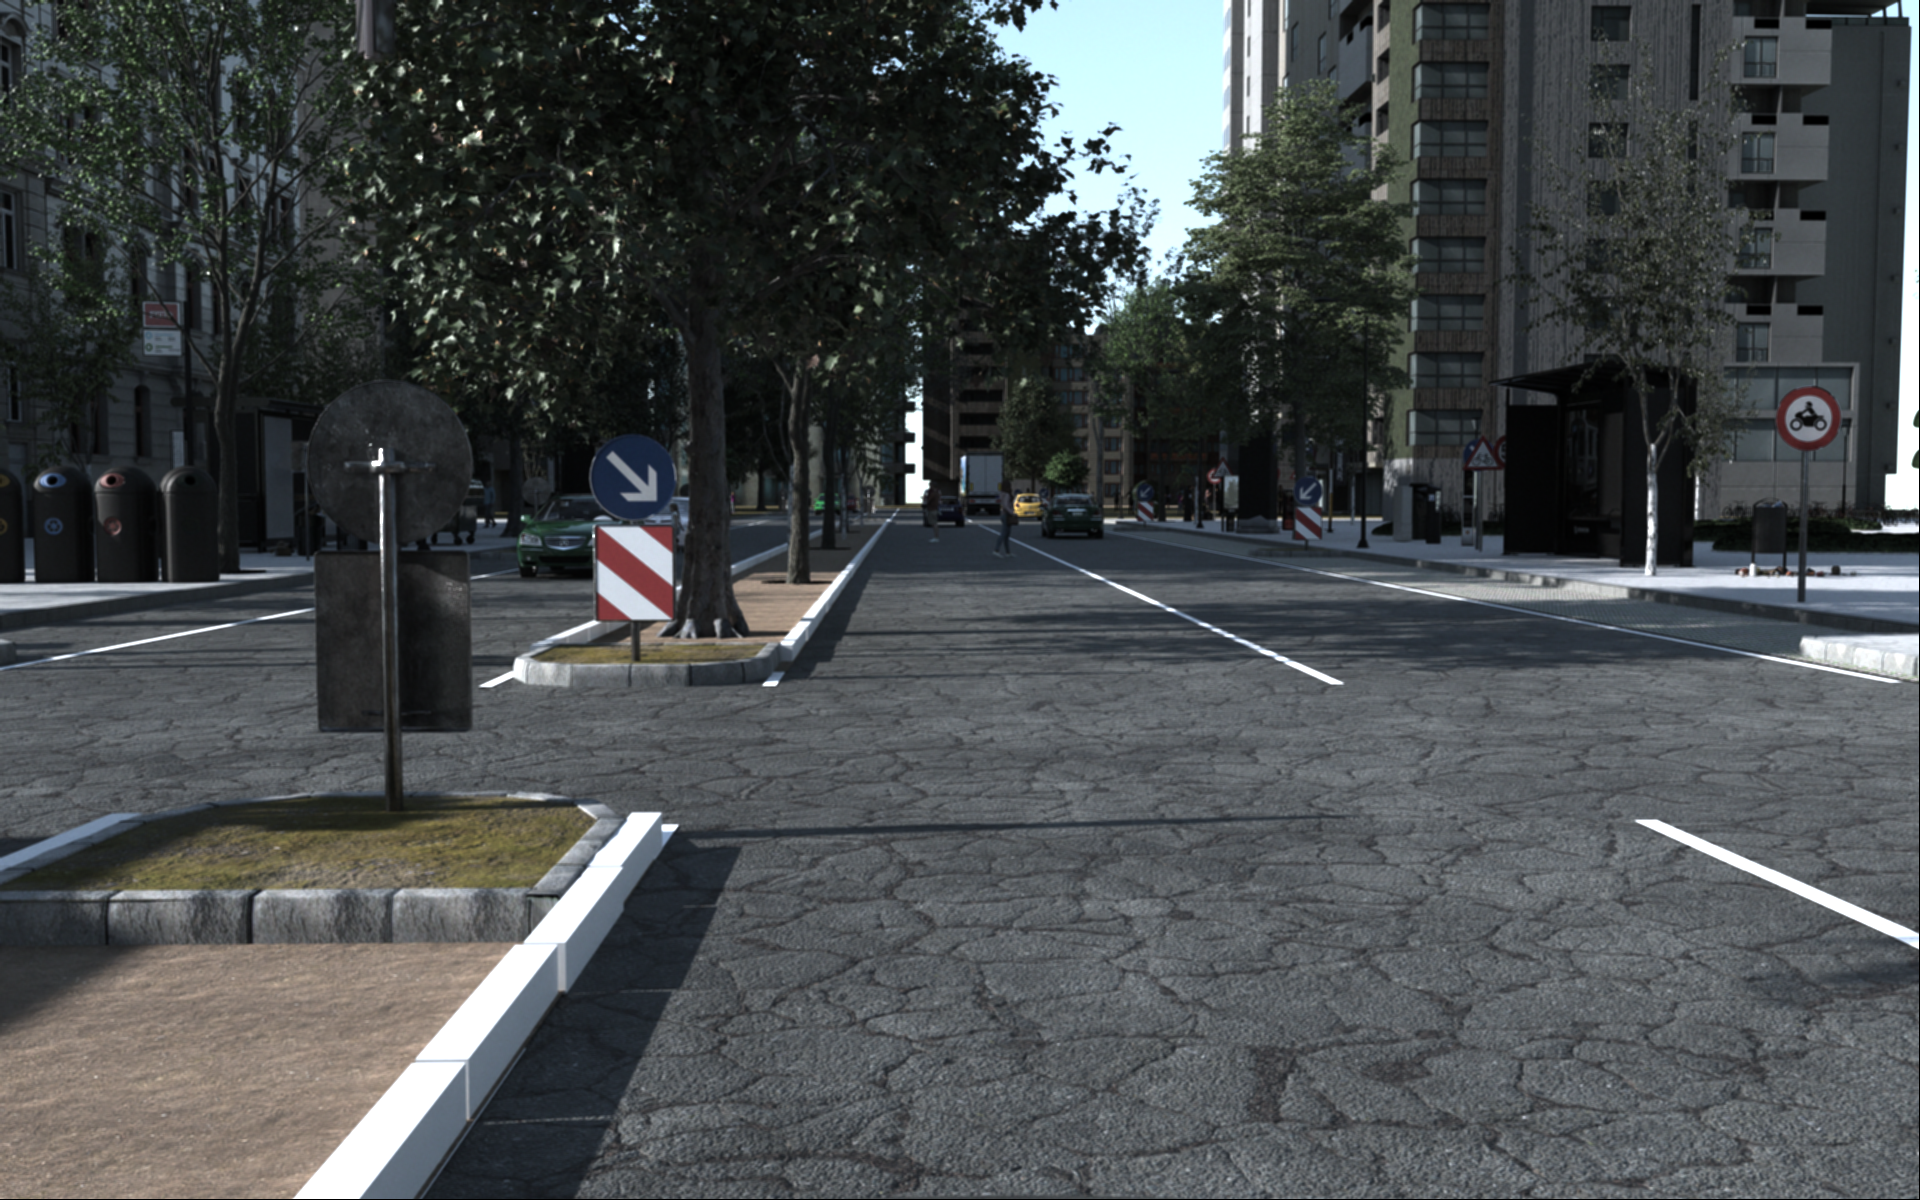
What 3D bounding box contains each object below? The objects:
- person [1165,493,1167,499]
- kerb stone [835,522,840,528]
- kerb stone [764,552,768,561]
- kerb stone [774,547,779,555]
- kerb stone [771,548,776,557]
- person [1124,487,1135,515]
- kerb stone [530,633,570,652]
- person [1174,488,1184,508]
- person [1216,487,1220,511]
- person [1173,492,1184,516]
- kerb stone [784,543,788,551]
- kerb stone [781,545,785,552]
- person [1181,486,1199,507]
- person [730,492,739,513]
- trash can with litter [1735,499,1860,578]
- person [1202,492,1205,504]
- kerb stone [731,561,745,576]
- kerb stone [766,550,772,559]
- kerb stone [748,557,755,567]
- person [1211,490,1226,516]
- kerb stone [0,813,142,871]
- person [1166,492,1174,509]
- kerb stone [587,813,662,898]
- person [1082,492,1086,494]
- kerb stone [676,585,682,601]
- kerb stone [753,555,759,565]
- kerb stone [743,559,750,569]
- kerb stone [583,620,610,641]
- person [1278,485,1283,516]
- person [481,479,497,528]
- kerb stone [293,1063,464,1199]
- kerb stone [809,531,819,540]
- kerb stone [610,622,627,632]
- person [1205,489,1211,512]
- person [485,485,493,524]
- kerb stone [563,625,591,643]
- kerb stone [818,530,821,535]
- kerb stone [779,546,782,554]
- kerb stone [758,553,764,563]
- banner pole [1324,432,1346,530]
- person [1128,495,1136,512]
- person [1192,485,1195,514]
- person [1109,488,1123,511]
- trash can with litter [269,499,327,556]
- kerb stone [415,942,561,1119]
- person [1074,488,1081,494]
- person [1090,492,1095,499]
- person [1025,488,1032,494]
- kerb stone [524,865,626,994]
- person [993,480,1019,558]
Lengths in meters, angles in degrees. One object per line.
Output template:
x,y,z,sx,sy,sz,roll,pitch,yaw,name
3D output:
19.185,-9.394,162.875,0.421,1.427,0.697,-2,4,-31,person
-5.421,-3.395,77.695,0.120,0.150,1.000,0,4,-2,kerb stone
-4.225,-0.888,36.708,0.120,0.150,1.000,0,4,-2,kerb stone
-4.314,-1.071,39.776,0.120,0.150,1.000,0,4,-2,kerb stone
-4.277,-1.013,38.754,0.120,0.150,1.000,0,4,-2,kerb stone
10.671,-6.149,107.287,1.217,1.735,0.721,-2,4,-30,person
-3.598,0.430,15.167,0.120,0.150,1.000,0,4,-2,kerb stone
19.856,-9.124,155.202,1.348,1.826,0.705,1,4,18,person
19.667,-7.688,131.763,0.705,1.821,1.348,0,4,7,person
12.967,-5.656,101.749,0.991,1.433,0.599,2,4,33,person
-4.395,-1.262,42.849,0.120,0.150,1.000,0,4,-2,kerb stone
-4.377,-1.200,41.821,0.120,0.150,1.000,0,4,-2,kerb stone
12.861,-5.496,96.620,1.217,1.735,0.721,-1,4,-18,person
-15.405,-6.651,118.006,0.599,1.433,0.991,3,4,36,person
13.197,-0.993,27.291,2.233,1.210,1.678,0,4,0,trash can with litter
22.751,-9.613,163.742,1.217,1.766,0.721,3,4,36,person
-4.074,-0.575,31.594,0.120,0.150,1.000,0,4,-2,kerb stone
-4.258,-0.944,37.730,0.120,0.150,1.000,0,4,-2,kerb stone
-4.129,-0.700,33.637,0.120,0.150,1.000,0,4,-2,kerb stone
15.265,-5.785,100.762,1.348,1.807,0.705,1,4,13,person
-3.339,0.964,6.481,0.120,0.150,1.000,0,4,-2,kerb stone
17.982,-8.510,148.409,0.697,1.427,0.421,2,4,24,person
-1.246,0.961,6.478,0.120,0.150,1.000,0,4,-2,kerb stone
7.925,-6.402,113.904,0.628,1.438,0.799,3,5,41,person
-3.841,-0.072,23.370,0.120,0.150,1.000,0,4,-2,kerb stone
-4.170,-0.762,34.659,0.120,0.150,1.000,0,4,-2,kerb stone
-4.105,-0.637,32.615,0.120,0.150,1.000,0,4,-2,kerb stone
-3.651,0.306,17.218,0.120,0.150,1.000,0,4,-2,kerb stone
18.825,-5.840,101.625,0.705,1.812,1.348,1,4,13,person
-17.885,-3.670,65.910,0.638,1.841,0.748,3,5,41,person
-1.161,1.149,3.410,0.120,0.150,1.000,0,4,-2,kerb stone
-4.823,-2.142,57.219,0.120,0.150,1.000,0,4,-2,kerb stone
-3.679,0.242,18.245,0.120,0.150,1.000,0,4,-2,kerb stone
17.689,-7.088,123.407,0.593,1.643,0.415,3,5,42,person
-20.285,-4.183,74.705,0.520,1.790,0.573,0,4,4,person
-3.625,0.367,16.193,0.120,0.150,1.000,0,4,-2,kerb stone
-4.855,-2.203,58.241,0.120,0.150,1.000,0,4,-2,kerb stone
-4.341,-1.138,40.798,0.120,0.150,1.000,0,4,-2,kerb stone
-4.193,-0.825,35.687,0.120,0.150,1.000,0,4,-2,kerb stone
13.370,-4.378,61.605,0.863,3.779,0.401,-1,4,-18,banner pole
12.824,-7.321,125.827,1.350,1.814,0.705,1,4,23,person
13.254,-5.638,98.325,0.705,1.812,1.348,0,4,1,person
11.627,-7.462,128.768,1.217,1.735,0.721,3,4,36,person
-13.709,-1.497,35.858,1.055,1.170,0.624,-2,4,-33,trash can with litter
-1.191,1.086,4.434,0.120,0.150,1.000,0,4,-2,kerb stone
8.973,-7.700,132.769,1.217,1.723,0.721,2,4,28,person
8.980,-6.692,118.651,0.628,1.438,0.799,0,4,4,person
4.382,-6.304,111.658,1.348,1.812,0.705,-1,4,-9,person
-1.203,1.024,5.456,0.120,0.150,1.000,0,4,-2,kerb stone
1.003,-1.836,39.107,0.643,1.750,0.593,-1,4,-16,person
